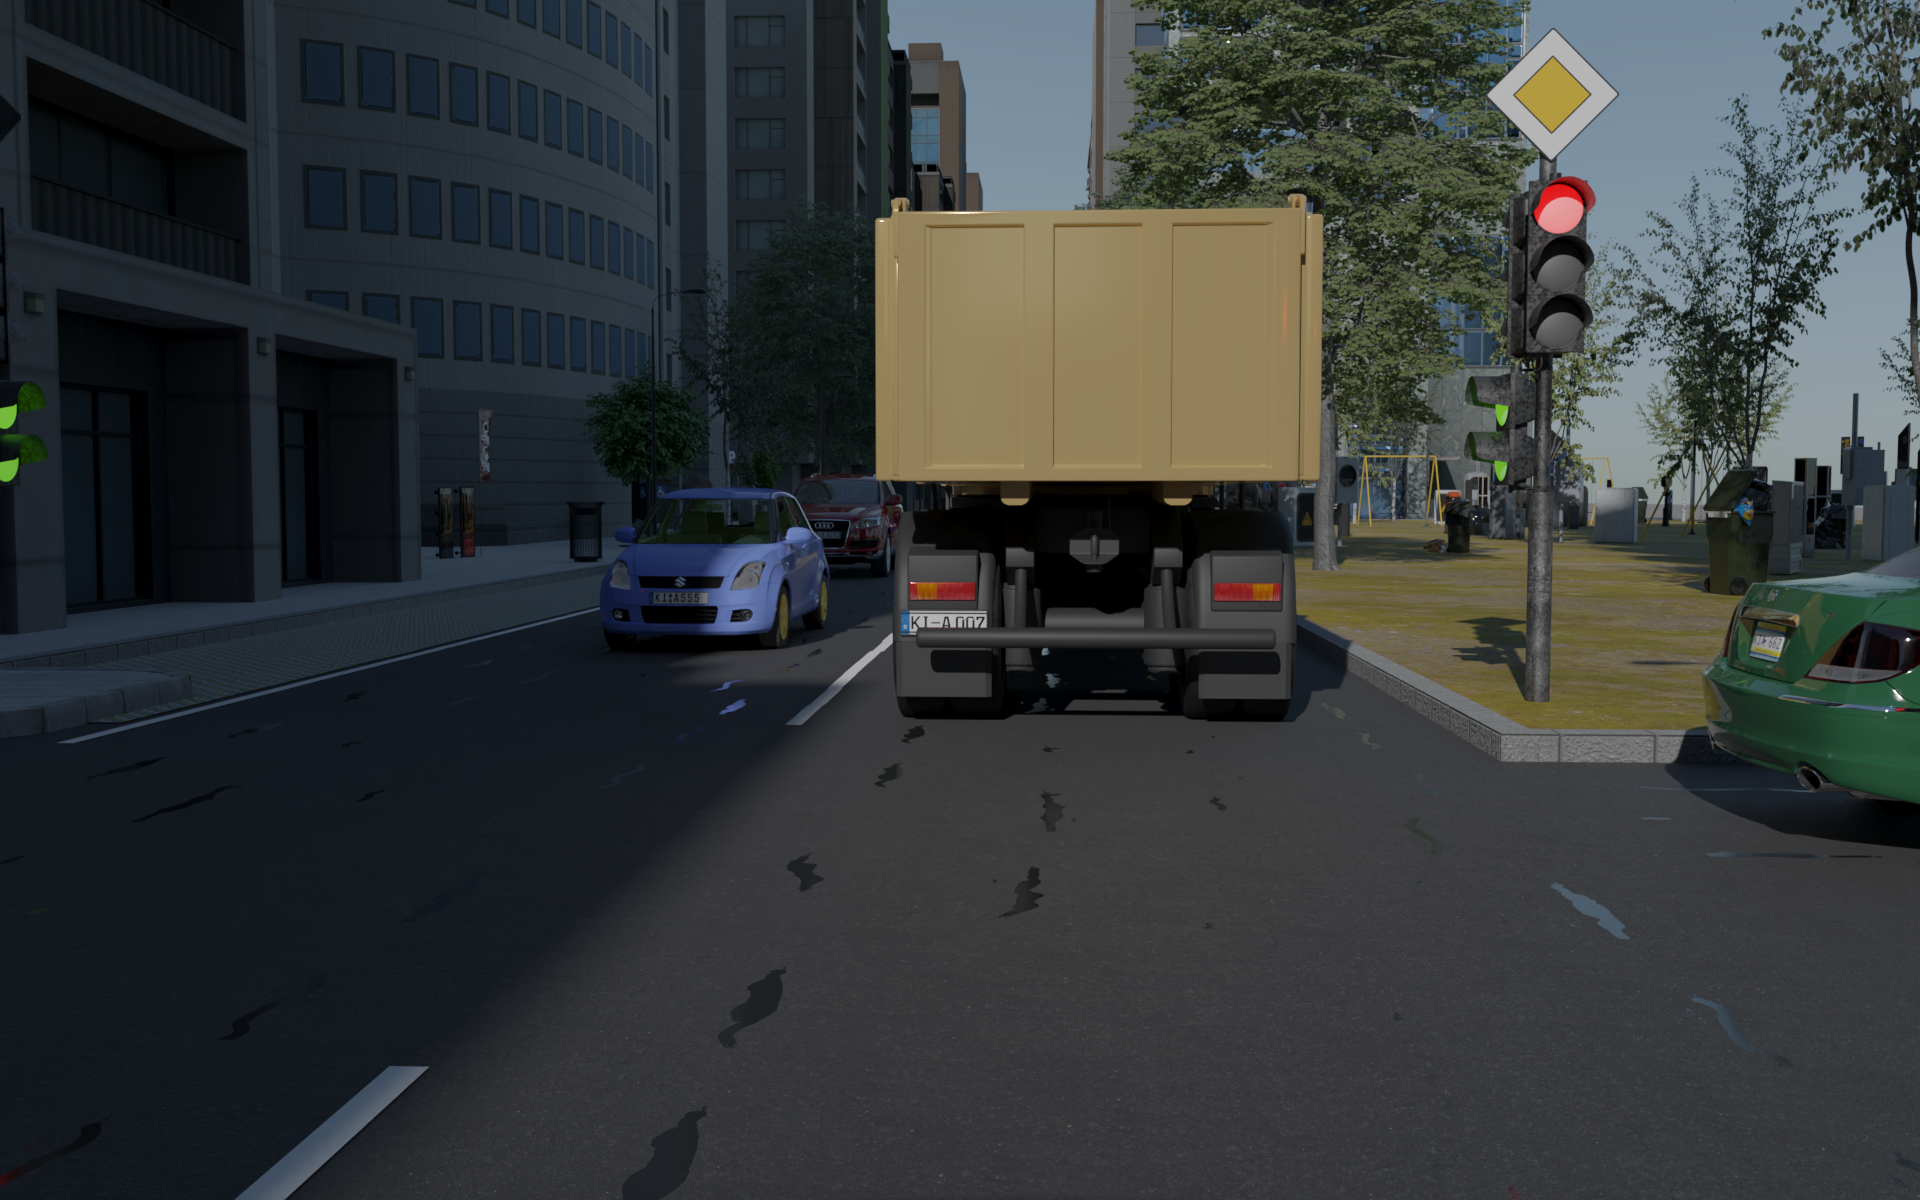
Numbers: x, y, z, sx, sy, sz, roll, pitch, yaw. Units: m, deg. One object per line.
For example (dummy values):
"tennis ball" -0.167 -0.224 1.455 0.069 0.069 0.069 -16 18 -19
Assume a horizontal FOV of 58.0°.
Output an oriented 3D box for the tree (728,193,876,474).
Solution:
"tree" -5.823 -10.302 75.091 9.857 13.997 8.962 0 3 0

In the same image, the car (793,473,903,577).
"car" -2.137 -1.410 31.727 2.281 1.827 5.304 0 4 3

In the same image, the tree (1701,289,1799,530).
"tree" 26.885 -6.811 61.724 4.737 8.622 4.395 0 3 0

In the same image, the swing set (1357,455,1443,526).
"swing set" 17.821 -4.470 70.700 3.119 2.851 2.862 0 4 3

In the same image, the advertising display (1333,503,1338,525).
"advertising display" 15.405 -4.033 71.152 0.123 1.923 0.974 -1 4 -21

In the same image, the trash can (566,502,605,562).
"trash can" -7.073 -1.289 32.728 0.748 1.137 0.748 0 3 0

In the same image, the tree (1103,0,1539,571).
"tree" 5.903 -6.753 28.536 7.486 12.596 7.792 0 3 0

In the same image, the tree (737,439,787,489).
"tree" -6.934 -3.998 59.961 1.663 3.219 1.824 0 3 0

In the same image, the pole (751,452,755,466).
"pole" -10.087 -5.536 84.351 0.158 3.312 0.155 0 3 0

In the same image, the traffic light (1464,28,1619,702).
"traffic light" 3.561 -1.328 10.627 0.839 4.253 0.868 0 4 3

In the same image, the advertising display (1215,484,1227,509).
"advertising display" 10.871 -4.062 71.623 0.974 1.923 0.123 -2 4 -29

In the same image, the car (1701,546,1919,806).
"car" 5.727 0.284 7.149 4.920 1.459 2.131 0 4 4

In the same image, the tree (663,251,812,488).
"tree" -6.932 -6.300 53.363 4.360 8.622 3.978 0 3 0

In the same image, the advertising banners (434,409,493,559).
"advertising banners" -9.998 -2.376 35.036 0.090 3.025 2.074 1 4 17

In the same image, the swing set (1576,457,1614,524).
"swing set" 26.720 -4.731 74.971 3.119 2.851 2.862 3 5 45

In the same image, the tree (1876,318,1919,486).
"tree" 29.374 -6.125 50.508 4.737 8.622 4.395 0 3 0

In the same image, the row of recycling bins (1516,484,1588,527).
"row of recycling bins" 23.327 -3.751 68.440 3.534 1.692 1.069 -1 4 -21

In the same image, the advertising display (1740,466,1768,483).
"advertising display" 18.251 -2.118 39.849 0.974 1.923 0.123 -3 4 -36

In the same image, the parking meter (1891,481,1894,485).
"parking meter" 37.978 -3.948 70.269 0.255 1.863 0.399 -1 4 -11

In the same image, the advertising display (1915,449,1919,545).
"advertising display" 13.328 -1.105 23.273 0.123 1.923 0.974 -2 4 -26

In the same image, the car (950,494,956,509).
"car" -0.136 -6.936 123.627 2.015 1.641 3.980 0 4 3

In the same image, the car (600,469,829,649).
"car" -2.365 -0.467 17.219 1.945 1.707 3.694 0 4 4

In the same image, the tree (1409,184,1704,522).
"tree" 14.129 -5.562 41.293 4.737 8.622 4.395 0 3 0

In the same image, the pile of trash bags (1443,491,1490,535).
"pile of trash bags" 16.470 -2.815 55.774 1.912 1.369 3.447 -1 4 -9

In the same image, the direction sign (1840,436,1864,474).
"direction sign" 35.063 -4.656 68.130 0.379 3.537 0.876 -3 4 -38

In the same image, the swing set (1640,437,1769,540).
"swing set" 20.994 -3.108 48.438 2.862 2.851 3.119 3 5 44

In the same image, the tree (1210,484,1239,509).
"tree" 5.648 -3.341 38.339 4.285 4.588 4.351 0 3 0

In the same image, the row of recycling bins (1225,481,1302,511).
"row of recycling bins" 7.968 -2.351 45.558 1.069 1.692 3.534 2 4 35

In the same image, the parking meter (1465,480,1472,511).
"parking meter" 20.862 -3.997 71.060 0.255 1.863 0.399 1 4 12

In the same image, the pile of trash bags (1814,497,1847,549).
"pile of trash bags" 19.840 -1.892 40.687 1.912 1.369 3.447 2 4 31

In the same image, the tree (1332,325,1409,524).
"tree" 17.044 -7.579 74.286 4.737 8.622 4.395 0 3 0

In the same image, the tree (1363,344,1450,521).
"tree" 20.930 -8.083 82.516 4.360 8.622 3.978 0 3 0

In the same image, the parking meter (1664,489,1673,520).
"parking meter" 34.614 -4.661 84.620 0.372 1.533 0.369 0 3 0

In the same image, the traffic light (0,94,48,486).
"traffic light" -6.386 -1.359 11.148 0.839 4.253 0.868 0 4 3

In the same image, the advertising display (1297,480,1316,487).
"advertising display" 11.016 -3.002 54.294 0.974 1.923 0.123 0 4 -4

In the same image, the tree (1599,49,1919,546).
"tree" 14.193 -4.961 31.468 4.360 8.622 3.978 0 3 0

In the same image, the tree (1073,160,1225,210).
"tree" 7.363 -9.632 64.133 9.857 13.997 8.962 0 3 0

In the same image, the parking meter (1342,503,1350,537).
"parking meter" 11.615 -2.846 52.239 0.255 1.863 0.399 1 4 23

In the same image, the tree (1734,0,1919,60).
"tree" 9.261 -4.015 16.002 4.360 8.622 3.978 0 3 0

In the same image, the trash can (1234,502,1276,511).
"trash can" 5.331 -1.203 31.316 0.748 1.137 0.748 0 3 0

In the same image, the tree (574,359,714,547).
"tree" -7.703 -3.580 42.253 4.285 4.588 4.351 0 3 0
